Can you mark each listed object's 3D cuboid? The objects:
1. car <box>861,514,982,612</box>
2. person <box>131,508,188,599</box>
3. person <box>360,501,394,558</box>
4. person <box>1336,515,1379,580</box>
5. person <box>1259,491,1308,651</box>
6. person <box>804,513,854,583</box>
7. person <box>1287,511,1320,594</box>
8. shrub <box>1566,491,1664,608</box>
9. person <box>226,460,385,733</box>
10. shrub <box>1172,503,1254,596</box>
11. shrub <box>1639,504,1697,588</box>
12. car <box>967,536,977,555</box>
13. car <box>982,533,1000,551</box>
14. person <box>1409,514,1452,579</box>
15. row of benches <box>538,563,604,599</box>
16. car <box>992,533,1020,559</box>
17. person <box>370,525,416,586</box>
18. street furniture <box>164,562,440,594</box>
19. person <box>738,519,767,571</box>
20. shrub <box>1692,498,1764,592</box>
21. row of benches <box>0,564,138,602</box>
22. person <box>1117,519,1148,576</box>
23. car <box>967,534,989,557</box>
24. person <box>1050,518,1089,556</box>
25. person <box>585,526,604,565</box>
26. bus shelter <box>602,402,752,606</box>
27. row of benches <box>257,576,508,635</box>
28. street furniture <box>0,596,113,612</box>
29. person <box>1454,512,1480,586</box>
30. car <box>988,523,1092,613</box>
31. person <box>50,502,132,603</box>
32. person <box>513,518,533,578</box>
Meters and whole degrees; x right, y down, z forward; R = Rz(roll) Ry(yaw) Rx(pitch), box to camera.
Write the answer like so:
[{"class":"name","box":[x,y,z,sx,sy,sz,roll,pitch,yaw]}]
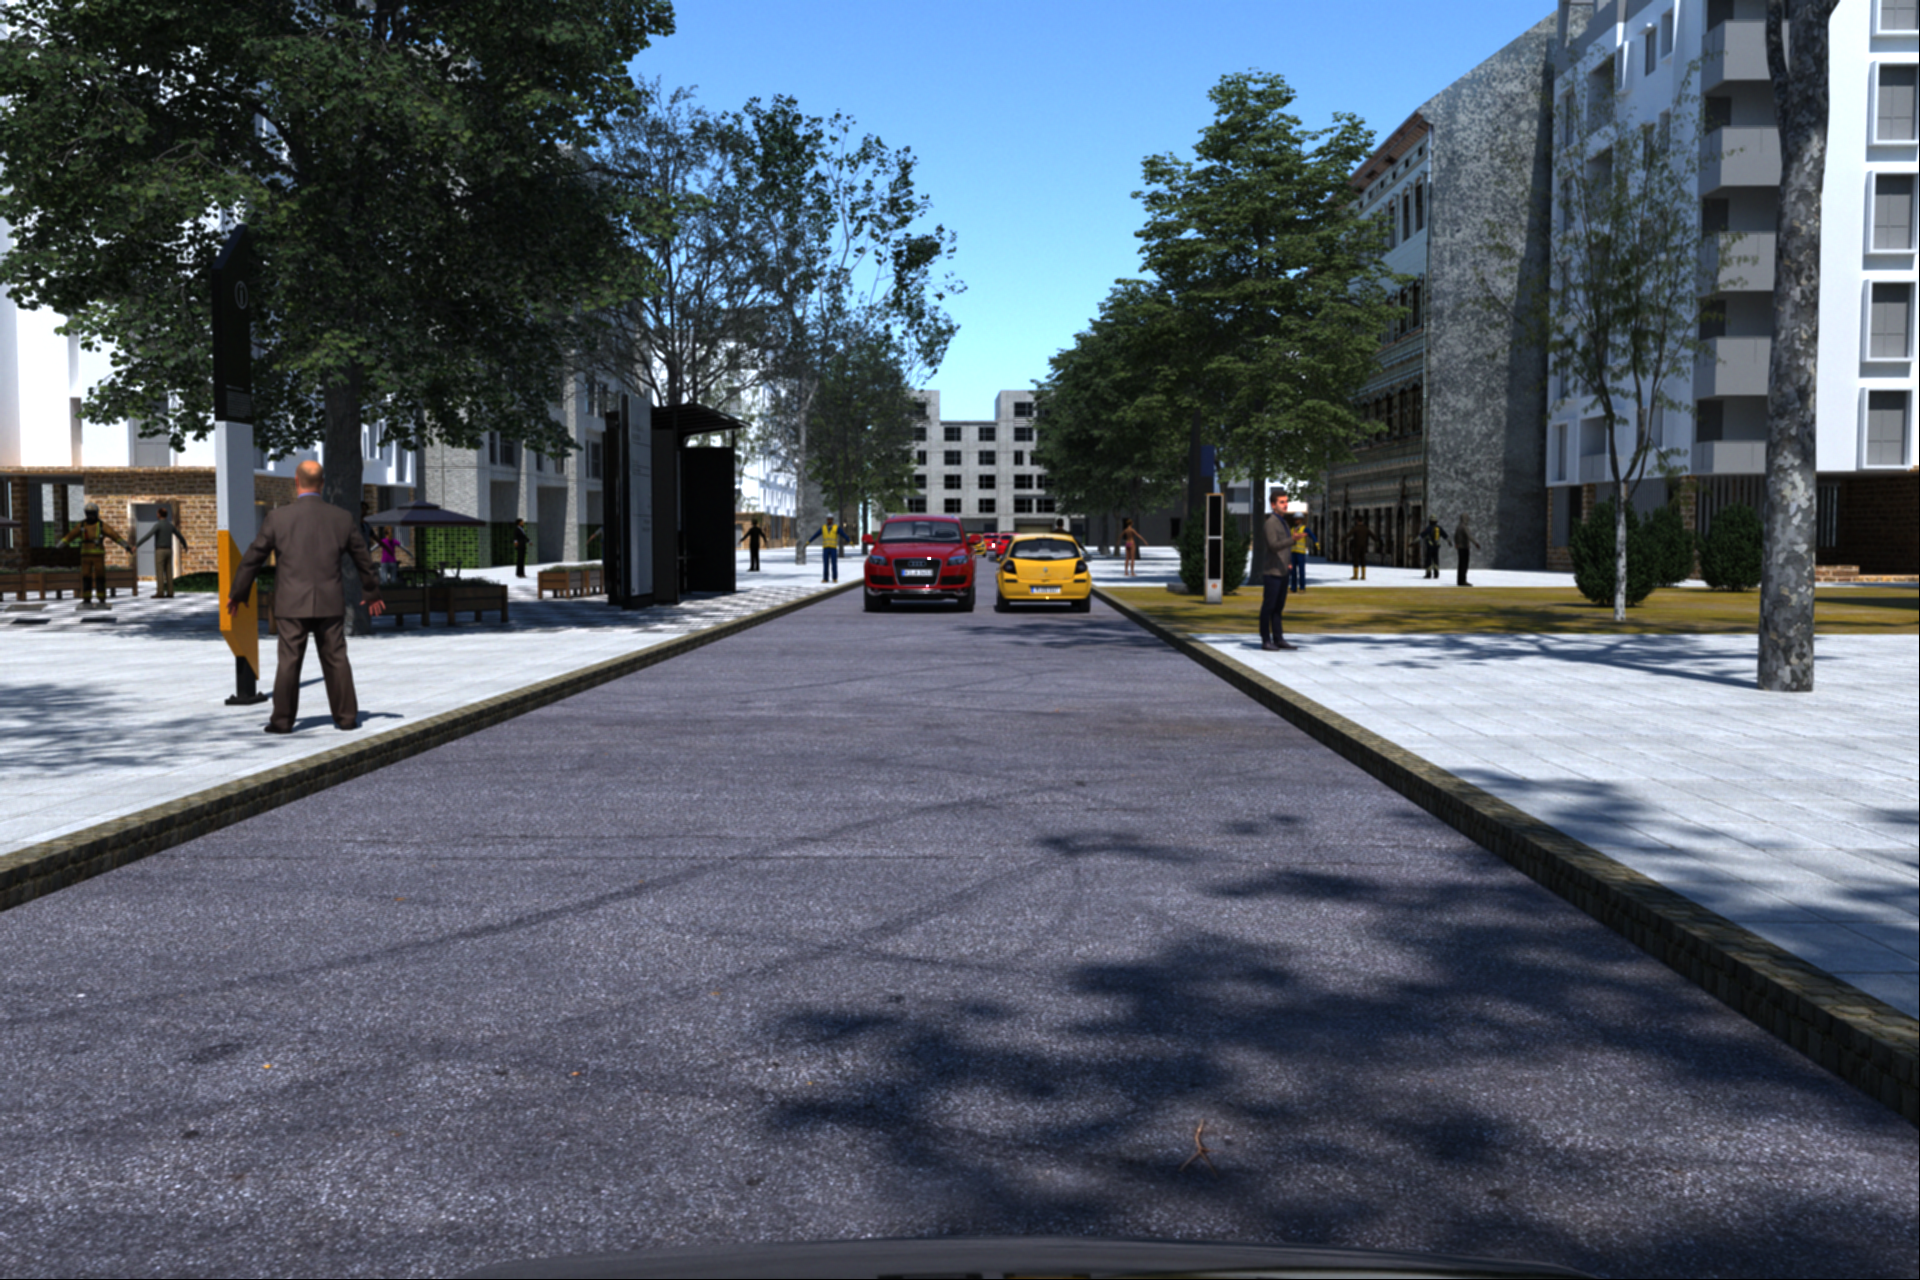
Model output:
[{"class":"car","box":[-0.719,-1.520,33.533,2.281,1.827,5.304,0,4,1]},{"class":"person","box":[-15.871,-1.724,34.465,0.705,1.796,1.348,2,4,24]},{"class":"person","box":[-9.839,-1.369,28.521,0.704,1.843,1.345,1,4,19]},{"class":"person","box":[11.185,-2.595,48.565,1.346,1.812,0.704,-1,4,-17]},{"class":"person","box":[3.624,-0.762,19.028,0.617,1.759,0.750,-3,5,-45]},{"class":"person","box":[-3.434,-2.431,45.711,1.349,1.833,0.705,0,4,8]},{"class":"person","box":[7.261,-1.894,37.434,1.216,1.772,0.721,3,5,44]},{"class":"shrub","box":[11.487,-1.588,30.380,1.690,2.028,1.600,0,3,0]},{"class":"person","box":[-4.260,-0.286,11.278,0.990,1.755,0.434,-2,4,-31]},{"class":"shrub","box":[5.286,-1.947,36.256,1.690,2.028,1.600,0,3,0]},{"class":"shrub","box":[16.865,-2.274,41.597,1.690,2.028,1.600,0,3,0]},{"class":"car","box":[-0.108,-4.610,87.951,1.945,1.354,3.894,0,4,1]},{"class":"car","box":[2.238,-6.938,122.480,2.155,1.783,4.494,0,4,1]},{"class":"person","box":[13.622,-2.703,49.976,1.354,1.856,0.705,-1,4,-14]},{"class":"row of benches","box":[-7.864,-1.249,35.885,1.422,0.672,4.104,0,4,4]},{"class":"car","box":[2.900,-5.467,98.433,2.155,1.783,4.494,0,4,1]},{"class":"person","box":[-10.095,-1.303,30.568,0.991,1.433,0.599,-2,4,-32]},{"class":"street furniture","box":[-15.806,-1.620,42.111,5.734,0.657,10.072,0,4,-8]},{"class":"person","box":[-7.120,-3.281,59.830,0.705,1.806,1.347,3,5,39]},{"class":"shrub","box":[17.130,-2.095,38.291,1.661,2.075,1.752,0,3,0]},{"class":"row of benches","box":[-17.744,-1.129,33.916,1.422,0.672,4.104,1,4,17]},{"class":"person","box":[5.290,-2.845,53.319,0.721,1.733,1.217,-3,5,-44]},{"class":"car","box":[0.795,-5.988,108.130,2.015,1.641,3.980,0,4,1]},{"class":"person","box":[2.401,-2.012,41.488,1.346,1.812,0.704,1,4,14]},{"class":"person","box":[-10.427,-2.780,51.313,1.347,1.847,0.705,0,4,-5]},{"class":"bus shelter","box":[-5.433,-2.615,34.031,1.731,3.624,6.357,0,4,2]},{"class":"row of benches","box":[-7.857,-0.510,23.801,1.422,0.672,4.104,2,4,33]},{"class":"street furniture","box":[-18.765,-1.161,25.832,11.010,1.723,9.812,-2,4,-25]},{"class":"person","box":[12.429,-2.233,42.631,0.705,1.813,1.348,0,4,-7]},{"class":"car","box":[1.550,-1.391,32.968,2.015,1.641,3.980,0,4,0]},{"class":"person","box":[-15.668,-1.561,31.286,1.354,1.858,0.705,-1,4,-14]},{"class":"person","box":[-12.816,-2.697,50.820,0.721,1.740,1.216,0,4,8]}]
